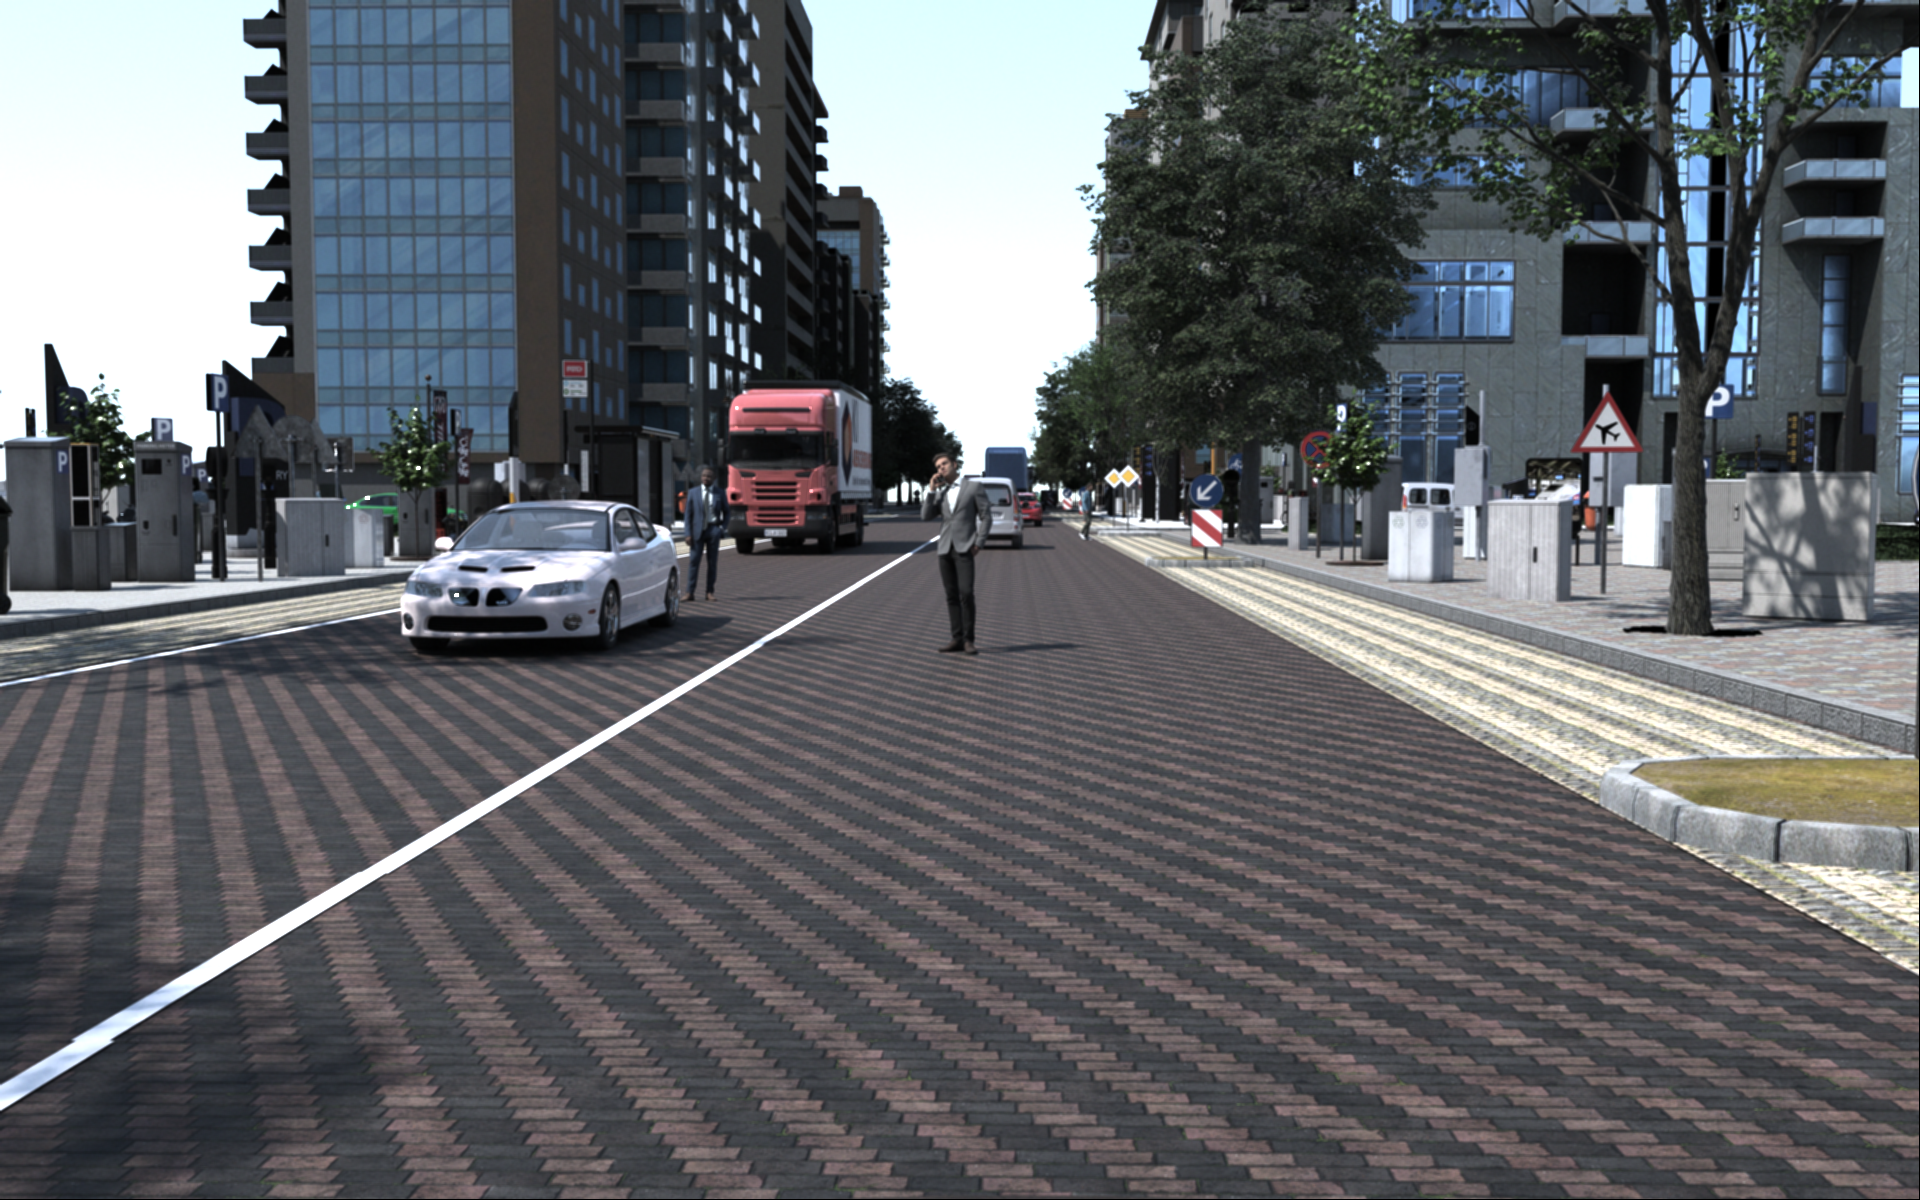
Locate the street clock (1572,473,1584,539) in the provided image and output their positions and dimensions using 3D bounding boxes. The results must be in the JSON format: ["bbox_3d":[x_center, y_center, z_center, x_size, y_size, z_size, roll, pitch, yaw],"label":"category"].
[{"bbox_3d":[17.443,-2.727,49.150,0.471,2.002,0.358,2,4,24],"label":"street clock"}]

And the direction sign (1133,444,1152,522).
[{"bbox_3d":[8.338,-5.327,79.094,0.876,3.537,0.379,1,4,10],"label":"direction sign"}]

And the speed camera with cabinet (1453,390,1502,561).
[{"bbox_3d":[10.115,-2.415,33.825,0.660,3.252,2.038,2,4,27],"label":"speed camera with cabinet"}]

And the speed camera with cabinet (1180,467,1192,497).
[{"bbox_3d":[15.661,-7.952,124.347,2.038,3.252,0.660,-2,4,-31],"label":"speed camera with cabinet"}]

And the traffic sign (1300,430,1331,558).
[{"bbox_3d":[7.182,-2.112,34.641,0.768,2.556,0.104,1,4,11],"label":"traffic sign"}]

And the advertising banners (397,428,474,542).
[{"bbox_3d":[-13.784,-3.021,45.586,2.074,3.025,0.090,-3,4,-36],"label":"advertising banners"}]

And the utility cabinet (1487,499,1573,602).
[{"bbox_3d":[6.909,-0.605,21.051,0.306,1.237,1.020,-3,4,-36],"label":"utility cabinet"}]

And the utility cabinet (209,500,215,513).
[{"bbox_3d":[-25.529,-2.923,58.960,0.306,1.237,1.020,-2,4,-32],"label":"utility cabinet"}]

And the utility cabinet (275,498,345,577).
[{"bbox_3d":[-10.153,-0.975,27.105,0.306,1.237,1.020,3,4,37],"label":"utility cabinet"}]

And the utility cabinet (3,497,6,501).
[{"bbox_3d":[-19.572,-1.531,36.198,0.306,1.237,1.020,0,4,1],"label":"utility cabinet"}]

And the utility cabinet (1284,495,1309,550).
[{"bbox_3d":[7.787,-1.758,39.902,0.306,1.237,1.020,1,4,22],"label":"utility cabinet"}]

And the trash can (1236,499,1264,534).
[{"bbox_3d":[7.913,-2.182,47.328,0.748,1.137,0.748,0,3,0],"label":"trash can"}]

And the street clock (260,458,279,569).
[{"bbox_3d":[-11.881,-1.542,29.782,0.358,2.002,0.471,-2,4,-25],"label":"street clock"}]

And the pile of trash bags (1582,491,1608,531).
[{"bbox_3d":[15.852,-1.807,39.289,3.447,1.369,1.912,0,4,1],"label":"pile of trash bags"}]

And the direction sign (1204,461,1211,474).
[{"bbox_3d":[16.948,-7.744,118.606,0.379,3.537,0.876,3,5,40],"label":"direction sign"}]

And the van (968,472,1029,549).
[{"bbox_3d":[0.844,-2.406,46.356,2.013,2.044,4.112,0,4,3],"label":"van"}]

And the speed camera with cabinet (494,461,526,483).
[{"bbox_3d":[-12.093,-3.336,48.877,0.660,3.252,2.038,3,5,44],"label":"speed camera with cabinet"}]

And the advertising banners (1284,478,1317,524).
[{"bbox_3d":[14.378,-4.676,72.636,0.090,3.025,2.074,-2,4,-33],"label":"advertising banners"}]

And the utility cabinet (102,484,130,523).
[{"bbox_3d":[-19.248,-1.872,39.289,1.173,1.500,0.318,3,5,39],"label":"utility cabinet"}]

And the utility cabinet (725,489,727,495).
[{"bbox_3d":[-9.872,-4.199,77.330,1.173,1.500,0.318,0,4,-1],"label":"utility cabinet"}]

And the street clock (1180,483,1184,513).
[{"bbox_3d":[14.977,-6.938,118.007,0.358,2.002,0.471,-3,5,-42],"label":"street clock"}]

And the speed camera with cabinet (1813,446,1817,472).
[{"bbox_3d":[35.230,-4.651,70.376,0.660,3.252,2.038,0,4,3],"label":"speed camera with cabinet"}]

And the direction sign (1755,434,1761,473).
[{"bbox_3d":[30.423,-4.533,66.118,0.379,3.537,0.876,1,4,15],"label":"direction sign"}]

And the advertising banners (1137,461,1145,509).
[{"bbox_3d":[9.911,-5.838,91.641,0.090,3.025,2.074,-2,4,-26],"label":"advertising banners"}]

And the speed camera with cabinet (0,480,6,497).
[{"bbox_3d":[-64.129,-7.499,116.937,0.660,3.252,2.038,0,4,3],"label":"speed camera with cabinet"}]

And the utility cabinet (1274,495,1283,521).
[{"bbox_3d":[15.714,-4.408,83.235,0.306,1.237,1.020,-3,4,-36],"label":"utility cabinet"}]

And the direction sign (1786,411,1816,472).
[{"bbox_3d":[23.140,-3.409,47.729,0.379,3.537,0.876,-2,4,-24],"label":"direction sign"}]

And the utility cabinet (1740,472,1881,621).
[{"bbox_3d":[8.670,-0.551,17.682,1.173,1.500,0.318,3,5,39],"label":"utility cabinet"}]

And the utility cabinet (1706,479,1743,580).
[{"bbox_3d":[11.367,-1.039,25.667,1.173,1.500,0.318,1,4,15],"label":"utility cabinet"}]

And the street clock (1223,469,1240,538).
[{"bbox_3d":[7.905,-2.806,50.447,0.471,2.002,0.358,1,4,19],"label":"street clock"}]

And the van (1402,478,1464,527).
[{"bbox_3d":[17.826,-3.400,62.604,4.112,2.044,2.013,0,4,2],"label":"van"}]

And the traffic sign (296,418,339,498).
[{"bbox_3d":[-10.985,-1.802,29.471,0.884,2.594,0.081,1,4,10],"label":"traffic sign"}]

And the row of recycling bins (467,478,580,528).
[{"bbox_3d":[-11.121,-2.279,44.380,1.069,1.692,3.534,2,4,30],"label":"row of recycling bins"}]

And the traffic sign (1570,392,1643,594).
[{"bbox_3d":[8.255,-1.355,22.160,0.884,2.594,0.081,1,4,9],"label":"traffic sign"}]

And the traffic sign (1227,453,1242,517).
[{"bbox_3d":[8.634,-3.266,53.499,0.768,2.556,0.104,0,4,3],"label":"traffic sign"}]

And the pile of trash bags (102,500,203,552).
[{"bbox_3d":[-17.878,-1.649,36.712,1.912,1.369,3.447,1,4,16],"label":"pile of trash bags"}]

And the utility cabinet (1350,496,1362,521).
[{"bbox_3d":[16.351,-3.612,70.215,1.020,1.237,0.306,0,4,-1],"label":"utility cabinet"}]

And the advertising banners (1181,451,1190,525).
[{"bbox_3d":[9.418,-4.633,71.940,0.090,3.025,2.074,1,4,21],"label":"advertising banners"}]

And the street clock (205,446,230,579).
[{"bbox_3d":[-11.260,-1.328,26.281,0.358,2.002,0.471,-2,4,-35],"label":"street clock"}]

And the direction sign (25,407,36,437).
[{"bbox_3d":[-24.452,-3.282,45.656,0.379,3.537,0.876,-1,4,-14],"label":"direction sign"}]

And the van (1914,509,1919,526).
[{"bbox_3d":[37.460,-3.568,62.718,5.245,2.365,2.240,0,4,1],"label":"van"}]

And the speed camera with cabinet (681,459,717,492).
[{"bbox_3d":[-14.606,-6.272,96.888,2.038,3.252,0.660,1,4,21],"label":"speed camera with cabinet"}]

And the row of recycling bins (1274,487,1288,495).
[{"bbox_3d":[19.022,-6.018,105.501,3.534,1.692,1.069,-1,4,-21],"label":"row of recycling bins"}]

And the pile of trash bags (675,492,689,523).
[{"bbox_3d":[-13.454,-4.069,76.277,3.447,1.369,1.912,-2,4,-31],"label":"pile of trash bags"}]

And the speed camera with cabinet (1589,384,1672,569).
[{"bbox_3d":[11.981,-2.223,30.676,0.660,3.252,2.038,-1,4,-13],"label":"speed camera with cabinet"}]
